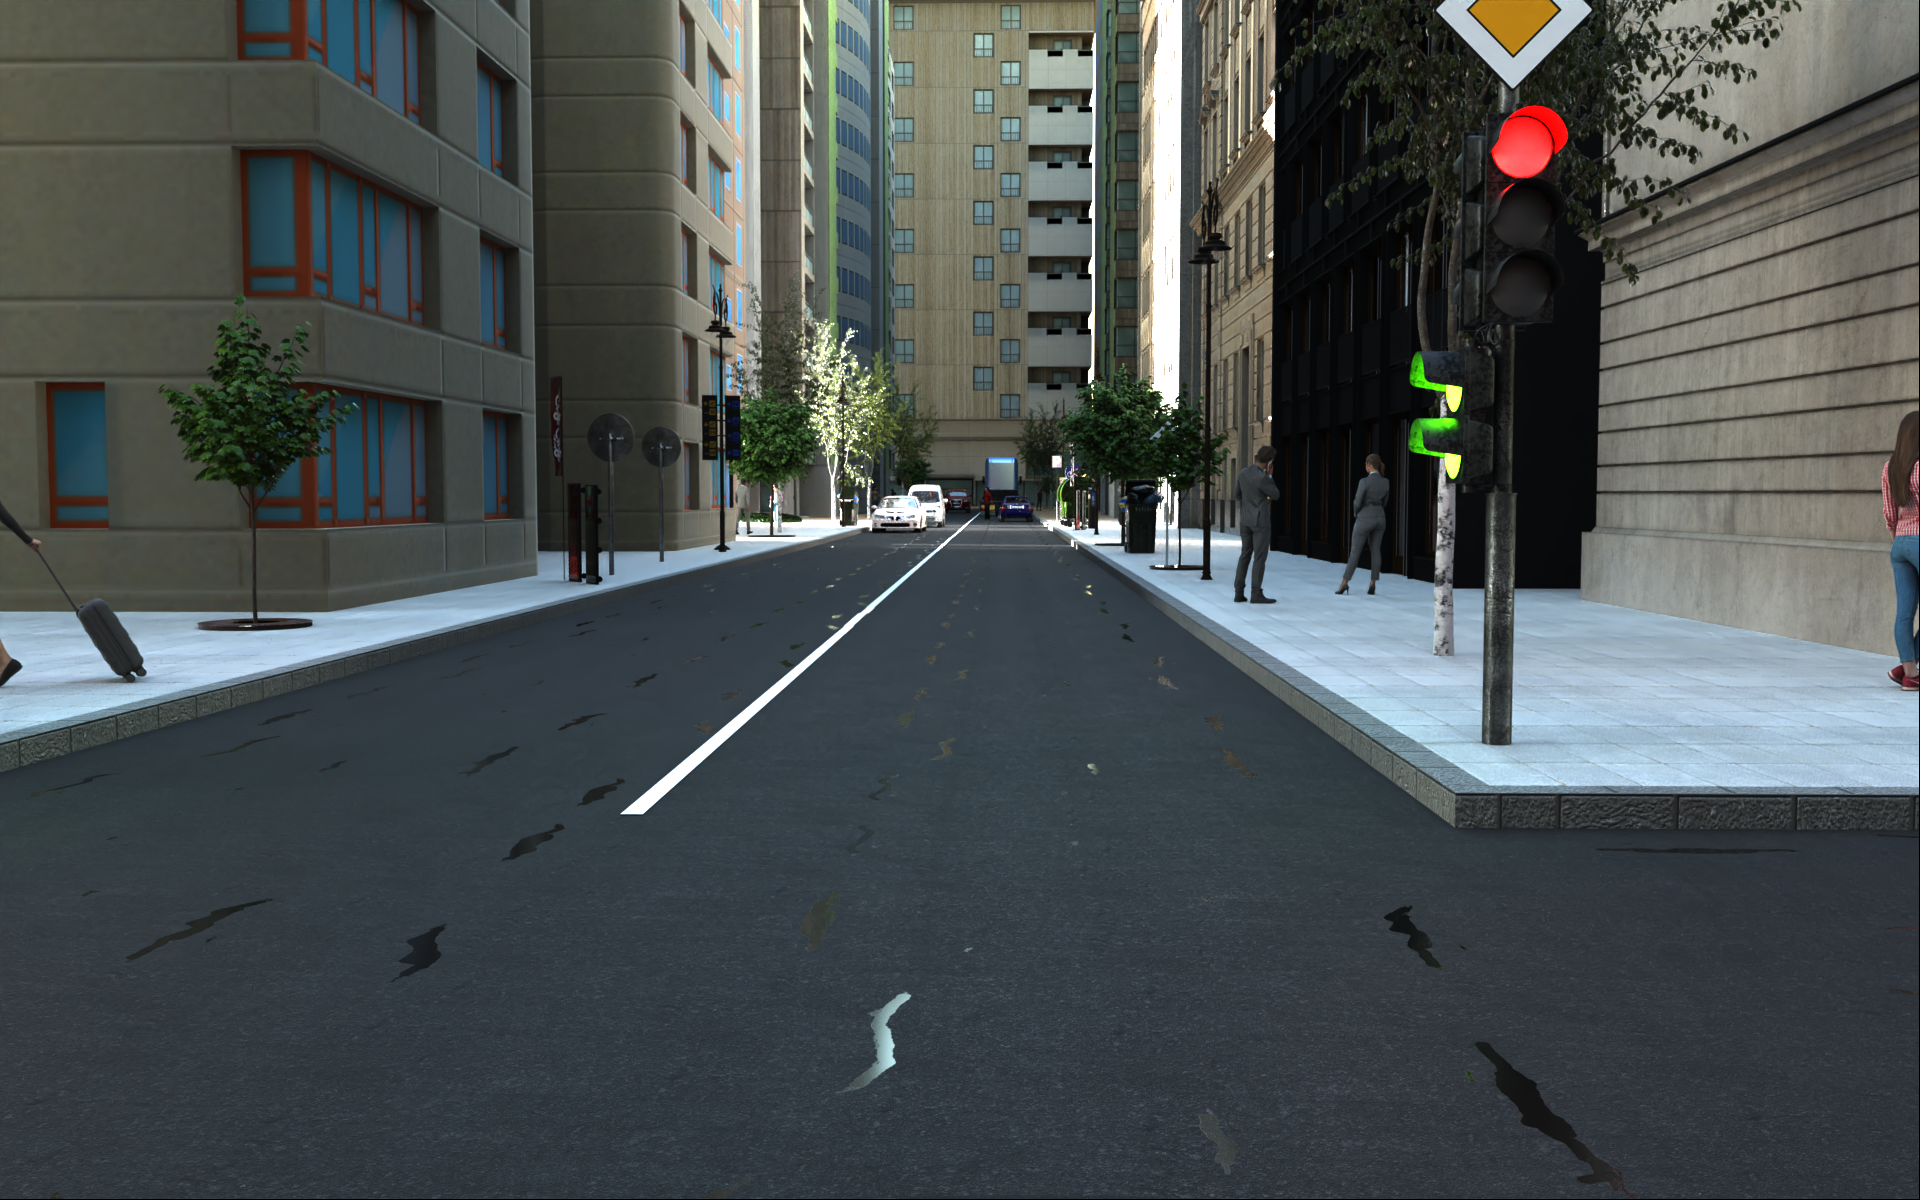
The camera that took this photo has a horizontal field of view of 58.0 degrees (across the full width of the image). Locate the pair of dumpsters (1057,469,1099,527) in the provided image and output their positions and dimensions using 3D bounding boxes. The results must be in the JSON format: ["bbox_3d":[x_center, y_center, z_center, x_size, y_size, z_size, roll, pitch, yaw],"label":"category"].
[{"bbox_3d":[4.719,-4.073,69.091,1.574,2.255,4.437,0,4,1],"label":"pair of dumpsters"}]

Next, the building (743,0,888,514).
[{"bbox_3d":[-12.952,-27.589,134.678,14.154,41.232,14.086,0,4,1],"label":"building"}]

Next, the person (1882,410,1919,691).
[{"bbox_3d":[6.262,-0.319,11.271,0.388,1.821,0.555,-1,4,-21],"label":"person"}]

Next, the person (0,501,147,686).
[{"bbox_3d":[-6.222,-0.316,11.420,1.509,1.804,0.699,-2,4,-30],"label":"person"}]

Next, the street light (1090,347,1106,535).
[{"bbox_3d":[4.322,-5.008,54.668,0.468,5.910,1.993,0,4,1],"label":"street light"}]

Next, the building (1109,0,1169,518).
[{"bbox_3d":[15.302,-19.894,96.966,14.160,30.474,14.107,0,4,1],"label":"building"}]

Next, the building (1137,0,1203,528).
[{"bbox_3d":[14.363,-15.634,73.631,12.078,24.808,19.932,0,4,1],"label":"building"}]

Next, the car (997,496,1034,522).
[{"bbox_3d":[2.888,-4.731,89.930,1.945,1.354,3.894,0,4,0],"label":"car"}]

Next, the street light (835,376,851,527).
[{"bbox_3d":[-4.561,-5.800,67.622,0.468,5.910,1.993,0,4,1],"label":"street light"}]

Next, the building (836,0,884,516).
[{"bbox_3d":[-16.456,-34.903,112.669,21.231,58.520,28.212,0,4,1],"label":"building"}]

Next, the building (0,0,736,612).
[{"bbox_3d":[-20.335,-11.490,32.906,27.650,21.520,28.899,0,4,1],"label":"building"}]

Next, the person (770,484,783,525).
[{"bbox_3d":[-7.633,-3.993,72.167,0.563,1.720,0.643,1,4,19],"label":"person"}]

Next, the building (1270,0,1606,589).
[{"bbox_3d":[12.981,-12.285,30.531,12.332,23.373,15.834,0,4,1],"label":"building"}]

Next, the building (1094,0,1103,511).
[{"bbox_3d":[17.009,-29.058,125.203,14.600,45.320,14.200,0,4,1],"label":"building"}]

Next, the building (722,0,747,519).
[{"bbox_3d":[-15.639,-25.166,61.570,14.600,45.320,14.200,0,4,1],"label":"building"}]

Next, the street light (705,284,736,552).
[{"bbox_3d":[-5.278,-4.009,38.330,0.468,5.910,1.993,0,4,1],"label":"street light"}]

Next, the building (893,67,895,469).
[{"bbox_3d":[-12.758,-28.505,149.651,14.086,41.232,14.154,0,4,1],"label":"building"}]

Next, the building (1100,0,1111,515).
[{"bbox_3d":[16.004,-26.136,110.916,14.154,41.232,14.086,0,4,1],"label":"building"}]

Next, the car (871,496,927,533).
[{"bbox_3d":[-2.285,-3.278,65.964,2.083,1.381,4.827,0,4,3],"label":"car"}]

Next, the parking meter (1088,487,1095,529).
[{"bbox_3d":[4.961,-3.432,64.522,0.372,1.533,0.369,0,3,0],"label":"parking meter"}]

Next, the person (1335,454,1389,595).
[{"bbox_3d":[5.144,-0.966,22.119,0.520,1.790,0.573,-3,5,-42],"label":"person"}]

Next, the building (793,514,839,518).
[{"bbox_3d":[-14.092,-24.943,91.417,14.154,41.232,14.086,0,4,1],"label":"building"}]

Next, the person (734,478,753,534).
[{"bbox_3d":[-6.927,-2.990,55.207,0.678,1.792,0.850,2,4,25],"label":"person"}]

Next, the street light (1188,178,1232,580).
[{"bbox_3d":[3.694,-3.241,25.775,0.468,5.910,1.993,0,4,1],"label":"street light"}]

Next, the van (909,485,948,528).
[{"bbox_3d":[-1.519,-4.183,75.403,2.013,2.044,4.112,0,4,2],"label":"van"}]

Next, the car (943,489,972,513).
[{"bbox_3d":[-0.230,-7.535,131.873,2.281,1.827,5.304,0,4,1],"label":"car"}]

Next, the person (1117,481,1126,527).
[{"bbox_3d":[6.347,-3.747,67.495,0.473,1.802,0.592,2,4,30],"label":"person"}]

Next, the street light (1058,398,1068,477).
[{"bbox_3d":[4.993,-6.775,83.559,0.468,5.910,1.993,0,4,1],"label":"street light"}]

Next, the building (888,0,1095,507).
[{"bbox_3d":[2.640,-36.368,183.854,27.495,52.752,28.713,0,4,1],"label":"building"}]

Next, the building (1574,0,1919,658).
[{"bbox_3d":[16.495,-9.231,15.557,19.286,19.102,10.561,0,4,1],"label":"building"}]

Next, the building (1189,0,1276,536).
[{"bbox_3d":[14.126,-15.508,50.820,12.463,27.353,25.104,0,4,1],"label":"building"}]
